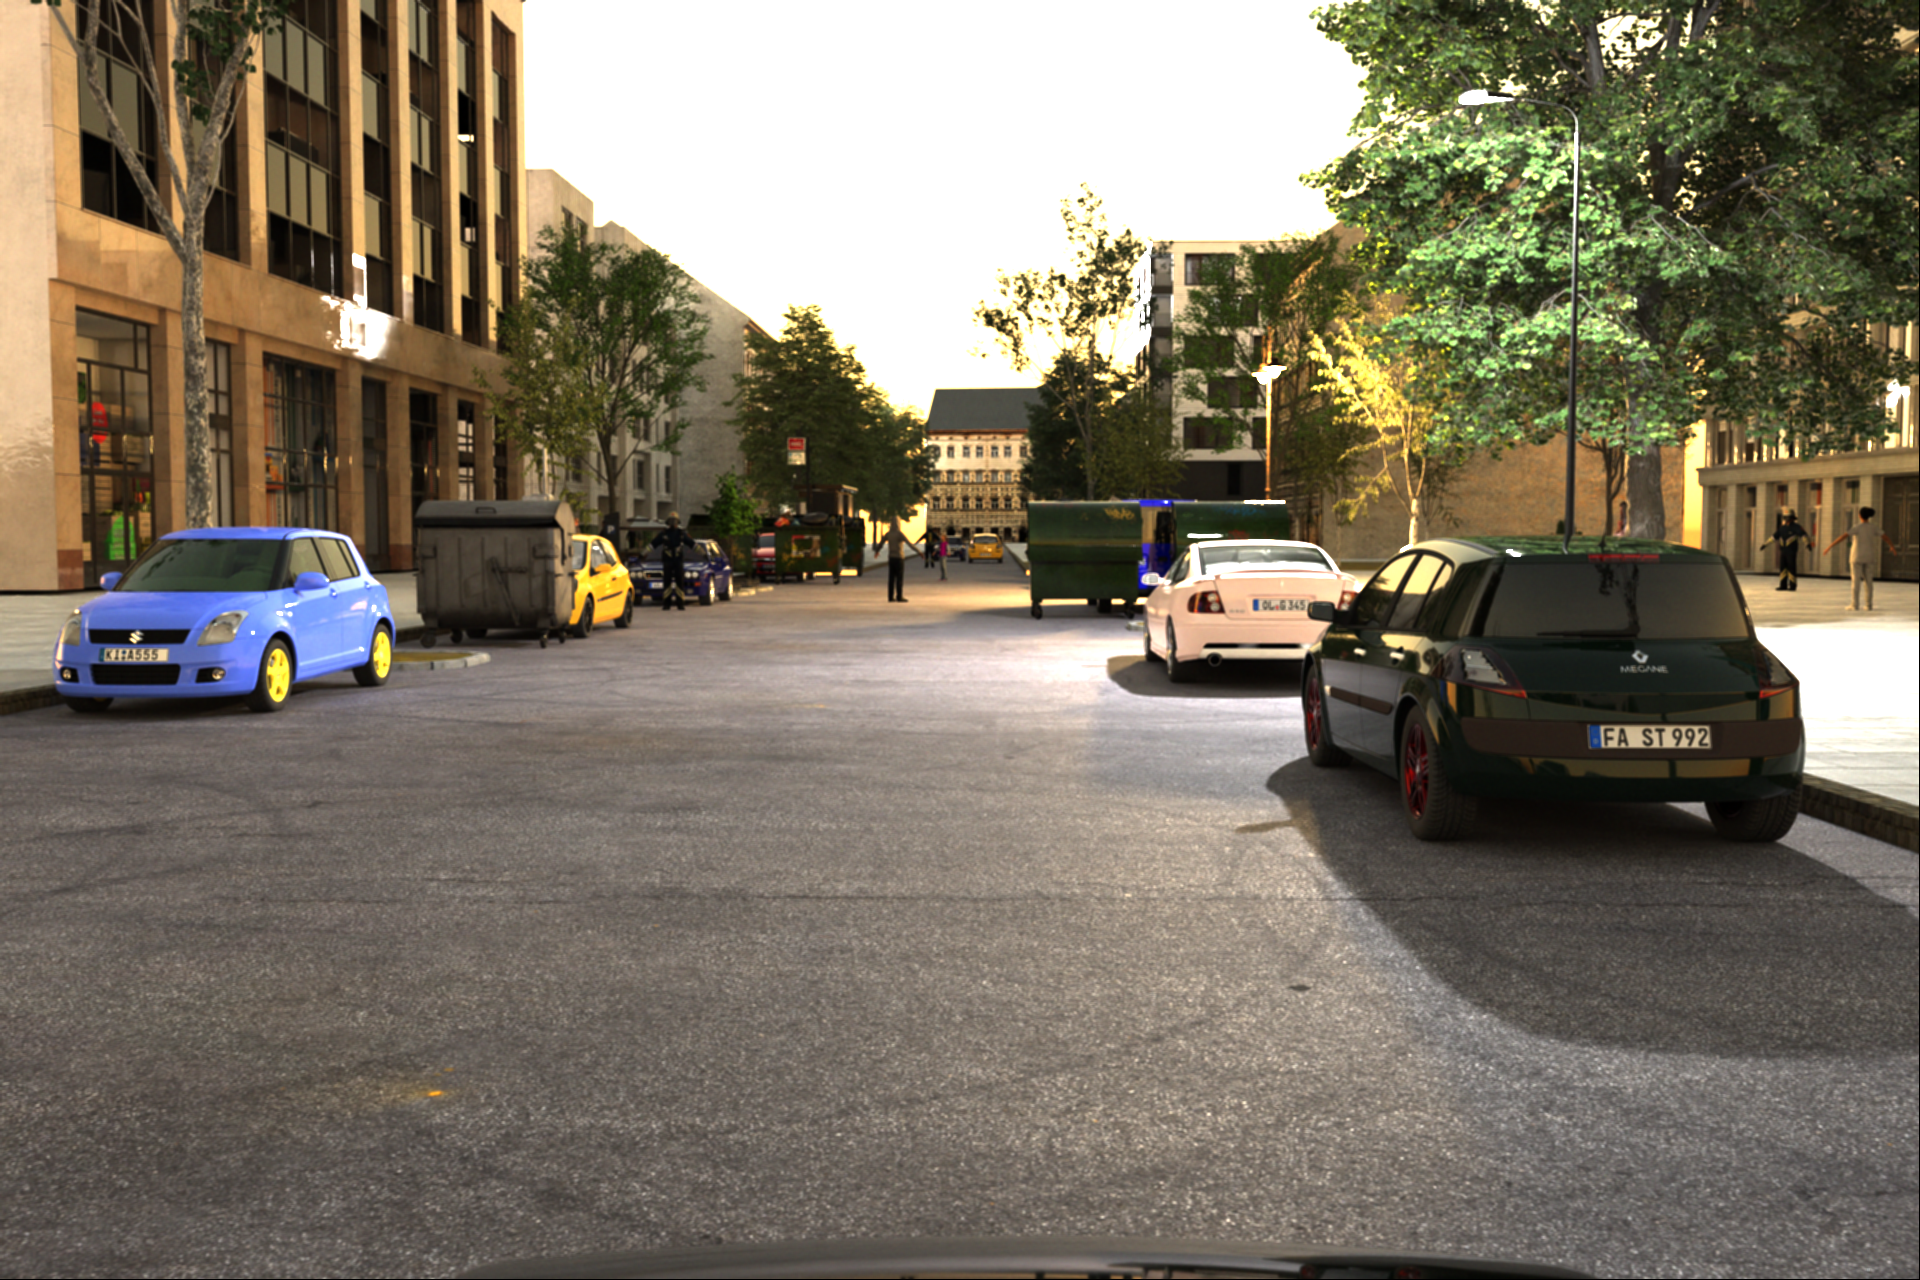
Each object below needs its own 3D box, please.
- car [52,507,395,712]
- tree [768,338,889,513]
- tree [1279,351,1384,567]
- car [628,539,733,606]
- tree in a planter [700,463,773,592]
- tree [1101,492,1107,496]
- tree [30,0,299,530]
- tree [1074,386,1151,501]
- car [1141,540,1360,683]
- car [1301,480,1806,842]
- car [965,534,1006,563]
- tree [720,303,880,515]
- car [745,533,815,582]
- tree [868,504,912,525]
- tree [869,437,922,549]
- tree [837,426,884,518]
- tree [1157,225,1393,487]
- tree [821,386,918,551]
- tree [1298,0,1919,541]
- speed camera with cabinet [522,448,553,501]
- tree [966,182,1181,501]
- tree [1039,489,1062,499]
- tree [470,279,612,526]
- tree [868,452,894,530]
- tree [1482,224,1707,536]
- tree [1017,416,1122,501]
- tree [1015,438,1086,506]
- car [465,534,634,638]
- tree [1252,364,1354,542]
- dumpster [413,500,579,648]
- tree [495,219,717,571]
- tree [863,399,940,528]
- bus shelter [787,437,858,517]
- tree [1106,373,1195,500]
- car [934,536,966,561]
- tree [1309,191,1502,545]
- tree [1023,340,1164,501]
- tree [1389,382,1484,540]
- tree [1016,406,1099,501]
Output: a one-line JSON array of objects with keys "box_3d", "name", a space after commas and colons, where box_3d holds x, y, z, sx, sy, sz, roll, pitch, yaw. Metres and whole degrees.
[{"box_3d": [-6.297, -0.334, 15.060, 1.945, 1.707, 3.694, 0, 4, 1], "name": "car"}, {"box_3d": [-7.721, -11.111, 99.789, 7.486, 12.596, 7.792, 0, 3, 0], "name": "tree"}, {"box_3d": [14.479, -7.127, 66.889, 4.737, 8.622, 4.395, 0, 3, 0], "name": "tree"}, {"box_3d": [-5.795, -1.428, 35.931, 1.945, 1.354, 3.894, 0, 4, 1], "name": "car"}, {"box_3d": [-5.795, -2.854, 43.884, 1.991, 3.239, 1.994, 0, 4, 1], "name": "tree in a planter"}, {"box_3d": [20.472, -19.762, 257.515, 7.601, 10.594, 8.767, 0, 4, 8], "name": "tree"}, {"box_3d": [-13.061, -10.387, 25.710, 12.611, 20.169, 13.585, 0, 3, 0], "name": "tree"}, {"box_3d": [7.746, -8.264, 85.485, 4.737, 8.622, 4.395, 0, 3, 0], "name": "tree"}, {"box_3d": [2.976, -0.349, 18.066, 2.083, 1.381, 4.827, 0, 4, 1], "name": "car"}, {"box_3d": [3.002, 0.020, 9.466, 2.009, 1.686, 4.222, 0, 4, 1], "name": "car"}, {"box_3d": [1.271, -4.652, 86.290, 2.015, 1.641, 3.980, 0, 4, 1], "name": "car"}, {"box_3d": [-7.846, -10.209, 85.052, 7.486, 12.596, 7.792, 0, 3, 0], "name": "tree"}, {"box_3d": [-5.499, -2.699, 53.174, 2.155, 1.783, 4.494, 0, 4, 1], "name": "car"}, {"box_3d": [-10.220, -19.645, 255.607, 7.601, 10.594, 8.767, 0, 4, -1], "name": "tree"}, {"box_3d": [-7.005, -13.258, 151.186, 8.767, 10.594, 7.601, 1, 4, 16], "name": "tree"}, {"box_3d": [-7.138, -10.041, 114.540, 4.737, 8.622, 4.395, 0, 3, 0], "name": "tree"}, {"box_3d": [10.552, -8.092, 58.054, 9.928, 11.665, 9.643, 0, 3, 0], "name": "tree"}, {"box_3d": [-6.969, -13.142, 132.991, 7.486, 12.596, 7.792, 0, 3, 0], "name": "tree"}, {"box_3d": [9.279, -7.139, 23.384, 9.857, 13.997, 8.962, 0, 3, 0], "name": "tree"}, {"box_3d": [-9.726, -2.833, 40.649, 0.660, 3.252, 2.038, 0, 4, 2], "name": "speed camera with cabinet"}, {"box_3d": [6.364, -14.695, 96.159, 12.611, 20.169, 13.585, 0, 3, 0], "name": "tree"}, {"box_3d": [8.502, -13.048, 163.695, 4.360, 8.622, 3.978, 0, 3, 0], "name": "tree"}, {"box_3d": [-11.897, -6.080, 49.765, 4.737, 8.622, 4.395, 0, 3, 0], "name": "tree"}, {"box_3d": [-6.971, -11.790, 143.120, 4.737, 8.622, 4.395, 0, 3, 0], "name": "tree"}, {"box_3d": [24.658, -9.470, 65.201, 12.009, 13.543, 11.850, 0, 3, 0], "name": "tree"}, {"box_3d": [8.316, -11.704, 125.778, 8.767, 10.594, 7.601, 0, 4, 0], "name": "tree"}, {"box_3d": [8.299, -13.491, 154.987, 7.601, 10.594, 8.767, -2, 4, -27], "name": "tree"}, {"box_3d": [-5.919, -0.908, 25.066, 2.015, 1.641, 3.980, 0, 4, 2], "name": "car"}, {"box_3d": [14.468, -7.645, 75.364, 4.360, 8.622, 3.978, 0, 3, 0], "name": "tree"}, {"box_3d": [-5.920, -0.852, 22.150, 1.865, 1.857, 1.264, 0, 4, 1], "name": "dumpster"}, {"box_3d": [-11.811, -8.100, 58.183, 9.928, 11.665, 9.643, 0, 3, 0], "name": "tree"}, {"box_3d": [-6.497, -15.807, 165.102, 9.857, 13.997, 8.962, 0, 3, 0], "name": "tree"}, {"box_3d": [-5.933, -5.921, 74.440, 2.179, 5.291, 8.768, 0, 4, 3], "name": "bus shelter"}, {"box_3d": [8.838, -7.846, 78.649, 4.737, 8.622, 4.395, 0, 3, 0], "name": "tree"}, {"box_3d": [-0.561, -4.896, 92.638, 1.945, 1.354, 3.894, 0, 4, 2], "name": "car"}, {"box_3d": [9.432, -5.217, 35.662, 4.360, 8.622, 3.978, 0, 3, 0], "name": "tree"}, {"box_3d": [8.580, -12.624, 113.062, 9.857, 13.997, 8.962, 0, 3, 0], "name": "tree"}, {"box_3d": [20.915, -7.798, 77.867, 4.360, 8.622, 3.978, 0, 3, 0], "name": "tree"}, {"box_3d": [8.261, -12.839, 135.674, 9.928, 11.665, 9.643, 0, 3, 0], "name": "tree"}]
